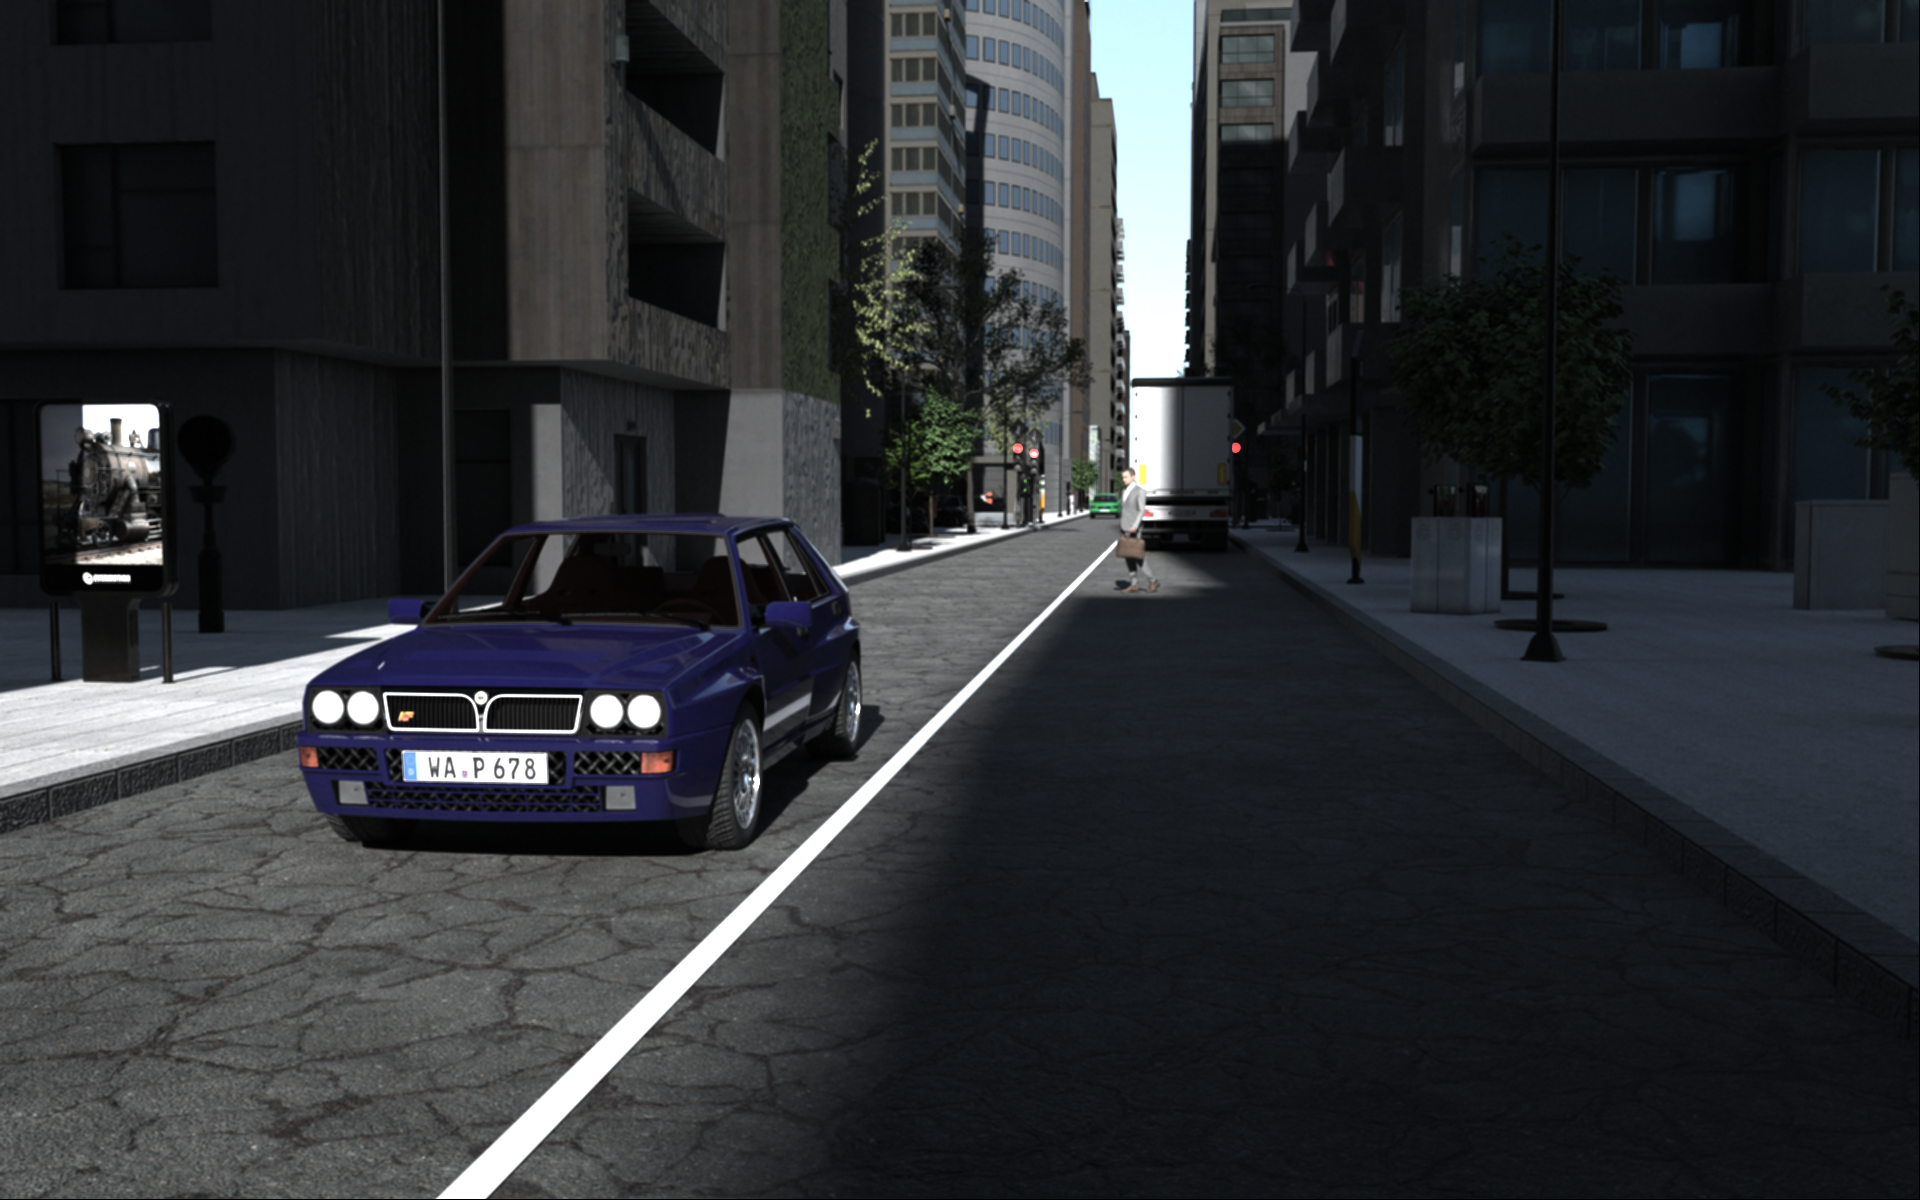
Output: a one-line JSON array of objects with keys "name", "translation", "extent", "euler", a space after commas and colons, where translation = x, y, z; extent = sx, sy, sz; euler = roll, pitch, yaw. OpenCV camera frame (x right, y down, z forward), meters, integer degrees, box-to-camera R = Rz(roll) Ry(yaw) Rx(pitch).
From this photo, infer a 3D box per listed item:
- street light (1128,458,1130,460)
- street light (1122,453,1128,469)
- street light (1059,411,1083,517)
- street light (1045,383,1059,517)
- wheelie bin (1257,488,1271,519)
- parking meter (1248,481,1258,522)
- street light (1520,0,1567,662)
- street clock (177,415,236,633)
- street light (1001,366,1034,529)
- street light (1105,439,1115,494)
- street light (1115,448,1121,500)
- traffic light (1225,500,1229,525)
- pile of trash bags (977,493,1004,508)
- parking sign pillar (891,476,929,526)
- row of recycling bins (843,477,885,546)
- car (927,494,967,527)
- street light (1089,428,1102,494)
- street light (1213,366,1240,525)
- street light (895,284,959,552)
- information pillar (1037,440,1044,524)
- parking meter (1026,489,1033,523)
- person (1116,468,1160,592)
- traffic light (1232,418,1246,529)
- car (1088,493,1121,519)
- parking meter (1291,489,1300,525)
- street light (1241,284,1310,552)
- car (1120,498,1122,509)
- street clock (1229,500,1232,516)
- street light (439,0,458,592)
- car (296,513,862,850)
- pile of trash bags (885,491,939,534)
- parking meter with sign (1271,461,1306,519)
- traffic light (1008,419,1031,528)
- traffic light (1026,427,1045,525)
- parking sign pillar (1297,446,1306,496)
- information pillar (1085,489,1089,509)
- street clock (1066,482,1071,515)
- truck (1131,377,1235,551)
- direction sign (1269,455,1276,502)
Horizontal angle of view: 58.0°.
[{"name": "street light", "translation": [21.969, -15.819, 231.180], "extent": [1.470, 5.913, 1.316], "euler": [0, 4, 7]}, {"name": "street light", "translation": [18.115, -13.773, 197.735], "extent": [1.470, 5.913, 1.316], "euler": [0, 4, 7]}, {"name": "street light", "translation": [6.160, -7.613, 97.018], "extent": [1.470, 5.913, 1.316], "euler": [0, 4, 7]}, {"name": "street light", "translation": [3.261, -6.116, 72.533], "extent": [1.470, 5.913, 1.316], "euler": [0, 4, 7]}, {"name": "wheelie bin", "translation": [15.277, -4.869, 87.520], "extent": [0.980, 1.594, 0.693], "euler": [2, 4, 33]}, {"name": "parking meter", "translation": [13.228, -4.436, 78.237], "extent": [0.399, 1.863, 0.255], "euler": [0, 4, -4]}, {"name": "street light", "translation": [3.976, -2.492, 13.285], "extent": [1.470, 5.913, 1.316], "euler": [0, 4, 7]}, {"name": "street clock", "translation": [-6.943, -0.700, 16.010], "extent": [0.471, 2.002, 0.358], "euler": [-1, 4, -12]}, {"name": "street light", "translation": [2.191, -5.533, 63.002], "extent": [1.470, 5.913, 1.316], "euler": [0, 4, 7]}, {"name": "street light", "translation": [12.347, -10.765, 148.551], "extent": [1.470, 5.913, 1.316], "euler": [0, 4, 7]}, {"name": "street light", "translation": [15.151, -12.261, 173.008], "extent": [1.470, 5.913, 1.316], "euler": [0, 4, 7]}, {"name": "traffic light", "translation": [11.053, -5.065, 71.738], "extent": [0.839, 4.253, 0.868], "euler": [0, 4, 7]}, {"name": "pile of trash bags", "translation": [1.765, -5.816, 104.850], "extent": [1.912, 1.369, 3.447], "euler": [0, 4, -1]}, {"name": "parking sign pillar", "translation": [-1.877, -4.618, 63.973], "extent": [1.447, 3.967, 1.447], "euler": [1, 4, 9]}, {"name": "row of recycling bins", "translation": [-2.476, -2.282, 44.423], "extent": [1.069, 1.692, 3.534], "euler": [0, 4, 1]}, {"name": "car", "translation": [-1.649, -3.583, 68.368], "extent": [4.222, 1.686, 2.009], "euler": [0, 4, 7]}, {"name": "street light", "translation": [9.101, -9.141, 121.999], "extent": [1.470, 5.913, 1.316], "euler": [0, 4, 7]}, {"name": "street light", "translation": [9.895, -5.534, 63.021], "extent": [1.470, 5.913, 1.316], "euler": [0, 4, 7]}, {"name": "street light", "translation": [-0.718, -4.030, 38.437], "extent": [1.470, 5.913, 1.316], "euler": [0, 4, 7]}, {"name": "information pillar", "translation": [3.544, -5.140, 75.387], "extent": [0.183, 3.616, 0.504], "euler": [-1, 4, -17]}, {"name": "parking meter", "translation": [3.070, -4.236, 77.664], "extent": [0.372, 1.533, 0.369], "euler": [0, 3, 0]}, {"name": "person", "translation": [2.504, -1.015, 25.223], "extent": [0.853, 1.813, 0.709], "euler": [-2, 4, -32]}, {"name": "traffic light", "translation": [10.113, -4.580, 63.808], "extent": [0.839, 4.253, 0.868], "euler": [0, 4, 7]}, {"name": "car", "translation": [8.579, -5.713, 102.209], "extent": [1.959, 1.807, 4.718], "euler": [0, 4, 6]}, {"name": "parking meter", "translation": [13.904, -3.872, 71.712], "extent": [0.372, 1.533, 0.369], "euler": [0, 3, 0]}, {"name": "street light", "translation": [7.047, -4.023, 38.309], "extent": [1.470, 5.913, 1.316], "euler": [0, 4, 7]}, {"name": "car", "translation": [16.041, -9.228, 162.873], "extent": [2.014, 1.417, 4.499], "euler": [1, 4, 9]}, {"name": "street clock", "translation": [15.565, -5.838, 100.022], "extent": [0.471, 2.002, 0.358], "euler": [2, 4, 35]}, {"name": "street light", "translation": [-3.711, -2.551, 14.253], "extent": [1.470, 5.913, 1.316], "euler": [0, 4, 7]}, {"name": "car", "translation": [-1.568, 0.264, 8.272], "extent": [1.945, 1.354, 3.894], "euler": [0, 4, 6]}, {"name": "pile of trash bags", "translation": [-1.771, -2.877, 56.787], "extent": [1.912, 1.369, 3.447], "euler": [2, 4, 32]}, {"name": "parking meter with sign", "translation": [17.225, -5.792, 90.961], "extent": [1.738, 3.016, 0.543], "euler": [2, 4, 32]}, {"name": "traffic light", "translation": [2.205, -4.636, 64.727], "extent": [0.839, 4.253, 0.868], "euler": [0, 4, 7]}, {"name": "traffic light", "translation": [3.145, -5.121, 72.656], "extent": [0.839, 4.253, 0.868], "euler": [0, 4, 7]}, {"name": "parking sign pillar", "translation": [19.332, -6.573, 95.934], "extent": [1.447, 3.967, 1.447], "euler": [1, 4, 16]}, {"name": "information pillar", "translation": [10.841, -8.755, 147.636], "extent": [0.304, 2.012, 0.304], "euler": [0, 4, -4]}, {"name": "street clock", "translation": [6.559, -6.132, 104.833], "extent": [0.358, 2.002, 0.471], "euler": [0, 4, 6]}, {"name": "truck", "translation": [6.015, -3.562, 47.160], "extent": [2.839, 4.237, 11.283], "euler": [0, 4, 7]}, {"name": "direction sign", "translation": [18.268, -6.622, 100.263], "extent": [0.876, 3.537, 0.379], "euler": [-1, 4, -12]}]
